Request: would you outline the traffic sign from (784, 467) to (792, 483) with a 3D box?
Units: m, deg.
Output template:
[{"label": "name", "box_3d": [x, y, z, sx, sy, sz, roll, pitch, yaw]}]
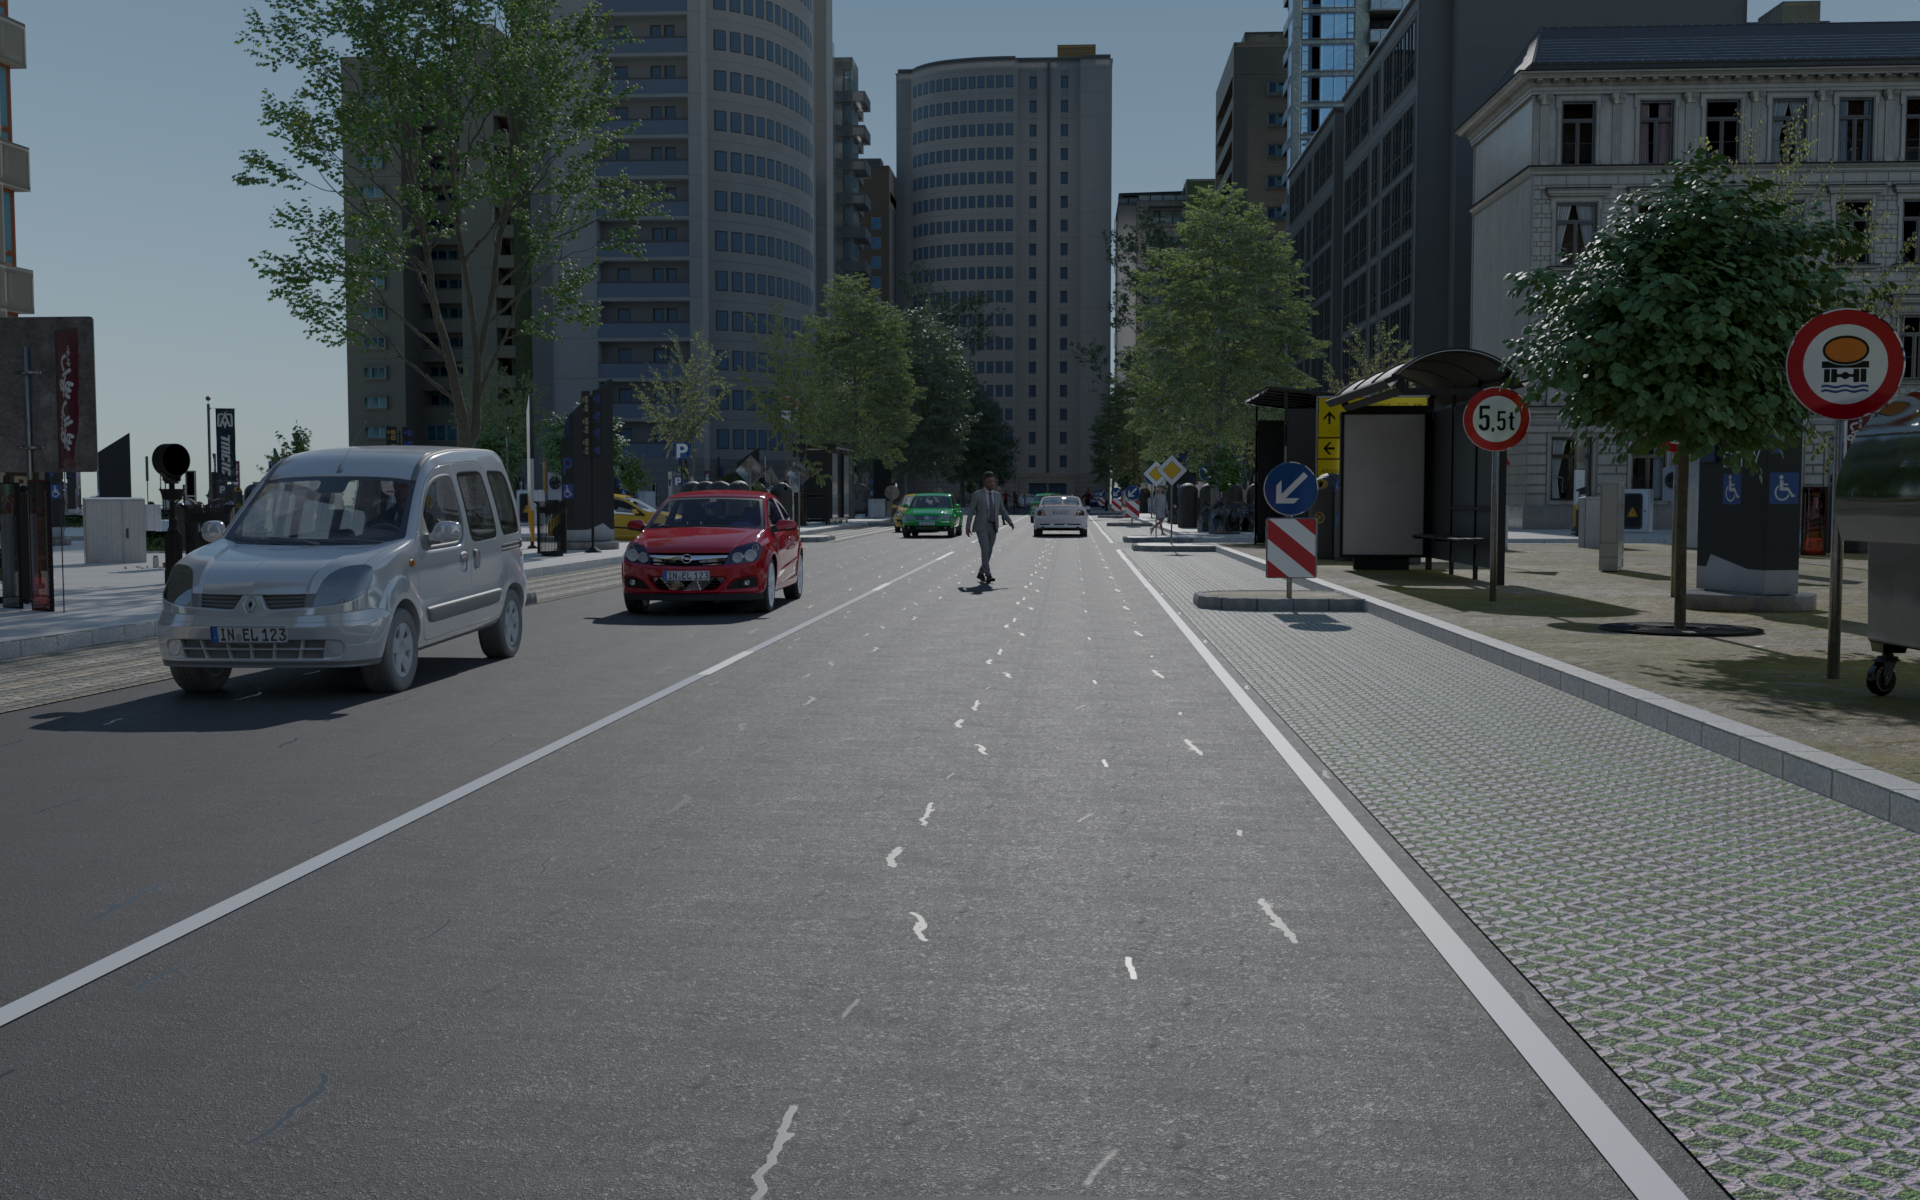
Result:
[{"label": "traffic sign", "box_3d": [-7.803, -4.922, 80.588, 0.768, 2.556, 0.104, 0, 4, 4]}]

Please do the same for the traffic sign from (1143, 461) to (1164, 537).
[{"label": "traffic sign", "box_3d": [5.884, -2.955, 51.952, 0.795, 2.450, 0.064, 0, 4, 4]}]

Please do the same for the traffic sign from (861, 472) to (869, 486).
[{"label": "traffic sign", "box_3d": [-5.396, -6.166, 100.927, 0.768, 2.556, 0.104, 0, 4, 8]}]

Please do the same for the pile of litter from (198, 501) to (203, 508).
[{"label": "pile of litter", "box_3d": [-46.792, -5.634, 106.082, 1.719, 0.858, 1.176, 2, 4, 28]}]

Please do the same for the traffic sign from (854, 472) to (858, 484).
[{"label": "traffic sign", "box_3d": [-6.170, -5.998, 98.171, 0.768, 2.556, 0.104, 1, 4, 12]}]

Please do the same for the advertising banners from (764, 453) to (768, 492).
[{"label": "advertising banners", "box_3d": [-8.085, -4.659, 72.361, 0.090, 3.025, 2.074, -1, 4, -8]}]

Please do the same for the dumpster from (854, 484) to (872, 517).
[{"label": "dumpster", "box_3d": [-5.589, -5.490, 95.527, 1.264, 1.857, 1.865, 0, 4, 4]}]

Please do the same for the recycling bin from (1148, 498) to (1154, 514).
[{"label": "recycling bin", "box_3d": [12.837, -6.207, 114.039, 0.722, 1.027, 0.722, 2, 4, 29]}]

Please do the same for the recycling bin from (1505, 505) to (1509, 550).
[{"label": "recycling bin", "box_3d": [12.220, -1.688, 40.157, 0.722, 1.027, 0.722, -1, 4, -11]}]

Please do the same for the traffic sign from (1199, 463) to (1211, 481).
[{"label": "traffic sign", "box_3d": [10.330, -4.406, 72.146, 0.768, 2.556, 0.104, 0, 4, 7]}]

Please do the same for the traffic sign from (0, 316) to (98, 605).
[{"label": "traffic sign", "box_3d": [-11.035, -1.596, 19.967, 2.265, 3.308, 0.079, 0, 4, 5]}]

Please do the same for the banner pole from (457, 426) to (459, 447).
[{"label": "banner pole", "box_3d": [-13.145, -3.410, 45.775, 0.401, 3.779, 0.863, -2, 4, -35]}]

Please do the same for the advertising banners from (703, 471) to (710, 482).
[{"label": "advertising banners", "box_3d": [-18.074, -8.128, 129.075, 2.074, 3.025, 0.090, 0, 4, -6]}]

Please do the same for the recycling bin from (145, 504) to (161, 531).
[{"label": "recycling bin", "box_3d": [-20.086, -1.828, 42.444, 0.722, 1.027, 0.722, 0, 4, 2]}]

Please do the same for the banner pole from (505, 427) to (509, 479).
[{"label": "banner pole", "box_3d": [-16.957, -4.580, 64.901, 0.401, 3.779, 0.863, -1, 4, -12]}]

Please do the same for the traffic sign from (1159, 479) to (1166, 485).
[{"label": "traffic sign", "box_3d": [9.998, -5.166, 86.598, 0.606, 2.300, 0.079, 1, 4, 13]}]

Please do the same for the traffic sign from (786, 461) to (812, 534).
[{"label": "traffic sign", "box_3d": [-4.887, -2.998, 52.661, 0.795, 2.450, 0.064, 0, 4, 4]}]

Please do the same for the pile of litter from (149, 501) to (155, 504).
[{"label": "pile of litter", "box_3d": [-52.284, -5.969, 111.564, 1.719, 0.858, 1.176, -3, 5, -42]}]

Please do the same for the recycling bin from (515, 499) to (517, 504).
[{"label": "recycling bin", "box_3d": [-21.918, -4.464, 85.547, 0.722, 1.027, 0.722, -1, 4, -14]}]

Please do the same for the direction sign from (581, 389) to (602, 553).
[{"label": "direction sign", "box_3d": [-8.040, -2.804, 37.845, 0.379, 3.537, 0.876, -3, 4, -39]}]

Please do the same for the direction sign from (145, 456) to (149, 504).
[{"label": "direction sign", "box_3d": [-48.565, -6.821, 103.514, 0.379, 3.537, 0.876, -2, 4, -34]}]

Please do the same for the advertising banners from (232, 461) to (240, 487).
[{"label": "advertising banners", "box_3d": [-37.220, -5.792, 90.892, 2.074, 3.025, 0.090, -1, 4, -11]}]

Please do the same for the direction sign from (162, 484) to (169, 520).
[{"label": "direction sign", "box_3d": [-39.883, -5.806, 86.919, 0.379, 3.537, 0.876, -1, 4, -19]}]

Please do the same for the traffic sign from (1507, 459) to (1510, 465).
[{"label": "traffic sign", "box_3d": [9.696, -1.957, 32.006, 0.884, 2.594, 0.081, 0, 4, 7]}]

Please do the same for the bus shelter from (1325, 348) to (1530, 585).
[{"label": "bus shelter", "box_3d": [7.047, -2.008, 26.755, 2.014, 3.302, 5.546, 0, 4, 4]}]

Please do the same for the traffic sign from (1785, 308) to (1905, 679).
[{"label": "traffic sign", "box_3d": [6.070, -0.725, 11.961, 0.768, 2.556, 0.104, 1, 4, 9]}]

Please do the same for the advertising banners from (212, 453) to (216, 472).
[{"label": "advertising banners", "box_3d": [-32.062, -4.824, 75.056, 0.090, 3.025, 2.074, 0, 4, -7]}]

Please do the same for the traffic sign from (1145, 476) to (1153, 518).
[{"label": "traffic sign", "box_3d": [10.265, -5.664, 92.708, 0.768, 2.556, 0.104, 1, 4, 13]}]

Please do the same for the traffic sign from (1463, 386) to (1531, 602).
[{"label": "traffic sign", "box_3d": [6.367, -1.254, 20.614, 0.768, 2.556, 0.104, 1, 4, 13]}]

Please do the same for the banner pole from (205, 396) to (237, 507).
[{"label": "banner pole", "box_3d": [-18.954, -3.323, 44.345, 0.863, 3.779, 0.401, -1, 4, -16]}]

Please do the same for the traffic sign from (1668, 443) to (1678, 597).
[{"label": "traffic sign", "box_3d": [8.880, -1.306, 21.466, 0.768, 2.556, 0.104, 1, 4, 12]}]

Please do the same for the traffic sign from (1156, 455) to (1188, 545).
[{"label": "traffic sign", "box_3d": [5.373, -2.467, 43.983, 0.795, 2.450, 0.064, 0, 4, 4]}]

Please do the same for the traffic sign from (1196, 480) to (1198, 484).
[{"label": "traffic sign", "box_3d": [12.715, -5.843, 95.540, 0.884, 2.594, 0.081, 1, 4, 9]}]

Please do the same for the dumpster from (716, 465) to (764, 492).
[{"label": "dumpster", "box_3d": [-7.537, -3.436, 58.669, 1.502, 2.255, 1.985, 0, 4, 4]}]

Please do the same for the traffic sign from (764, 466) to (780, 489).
[{"label": "traffic sign", "box_3d": [-8.688, -4.857, 79.417, 0.884, 2.594, 0.081, 1, 4, 13]}]

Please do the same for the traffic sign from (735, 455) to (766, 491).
[{"label": "traffic sign", "box_3d": [-5.398, -2.511, 44.692, 0.795, 2.450, 0.064, 0, 4, 4]}]

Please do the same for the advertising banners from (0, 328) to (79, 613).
[{"label": "advertising banners", "box_3d": [-10.081, -1.391, 18.932, 2.074, 3.025, 0.090, 3, 4, 39]}]

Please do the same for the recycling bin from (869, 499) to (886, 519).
[{"label": "recycling bin", "box_3d": [-4.365, -4.807, 91.149, 0.722, 1.027, 0.722, -2, 4, -24]}]

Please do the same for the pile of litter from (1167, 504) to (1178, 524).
[{"label": "pile of litter", "box_3d": [9.488, -3.682, 74.161, 1.176, 0.858, 1.719, 0, 4, 1]}]

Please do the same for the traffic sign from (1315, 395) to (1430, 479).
[{"label": "traffic sign", "box_3d": [8.483, -2.558, 35.703, 2.265, 3.308, 0.079, 1, 4, 12]}]

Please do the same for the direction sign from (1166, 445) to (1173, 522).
[{"label": "direction sign", "box_3d": [9.564, -5.309, 78.794, 0.379, 3.537, 0.876, 1, 4, 20]}]

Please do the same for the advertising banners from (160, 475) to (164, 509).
[{"label": "advertising banners", "box_3d": [-54.823, -7.522, 119.168, 0.090, 3.025, 2.074, -1, 4, -11]}]

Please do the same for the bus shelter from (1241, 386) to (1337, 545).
[{"label": "bus shelter", "box_3d": [7.763, -3.027, 40.769, 1.731, 3.624, 6.357, 0, 4, 4]}]

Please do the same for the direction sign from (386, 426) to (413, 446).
[{"label": "direction sign", "box_3d": [-18.798, -4.048, 58.178, 0.876, 3.537, 0.379, -2, 4, -30]}]

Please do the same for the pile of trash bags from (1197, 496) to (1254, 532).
[{"label": "pile of trash bags", "box_3d": [9.865, -3.011, 58.981, 3.447, 1.369, 1.912, 0, 4, -2]}]

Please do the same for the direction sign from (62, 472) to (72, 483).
[{"label": "direction sign", "box_3d": [-47.172, -6.072, 91.278, 0.379, 3.537, 0.876, 1, 4, 20]}]

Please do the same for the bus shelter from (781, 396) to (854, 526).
[{"label": "bus shelter", "box_3d": [-6.094, -5.856, 73.379, 2.179, 5.291, 8.768, 0, 4, 4]}]

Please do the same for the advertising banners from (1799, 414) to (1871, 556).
[{"label": "advertising banners", "box_3d": [17.800, -2.442, 36.110, 2.074, 3.025, 0.090, 2, 4, 30]}]
